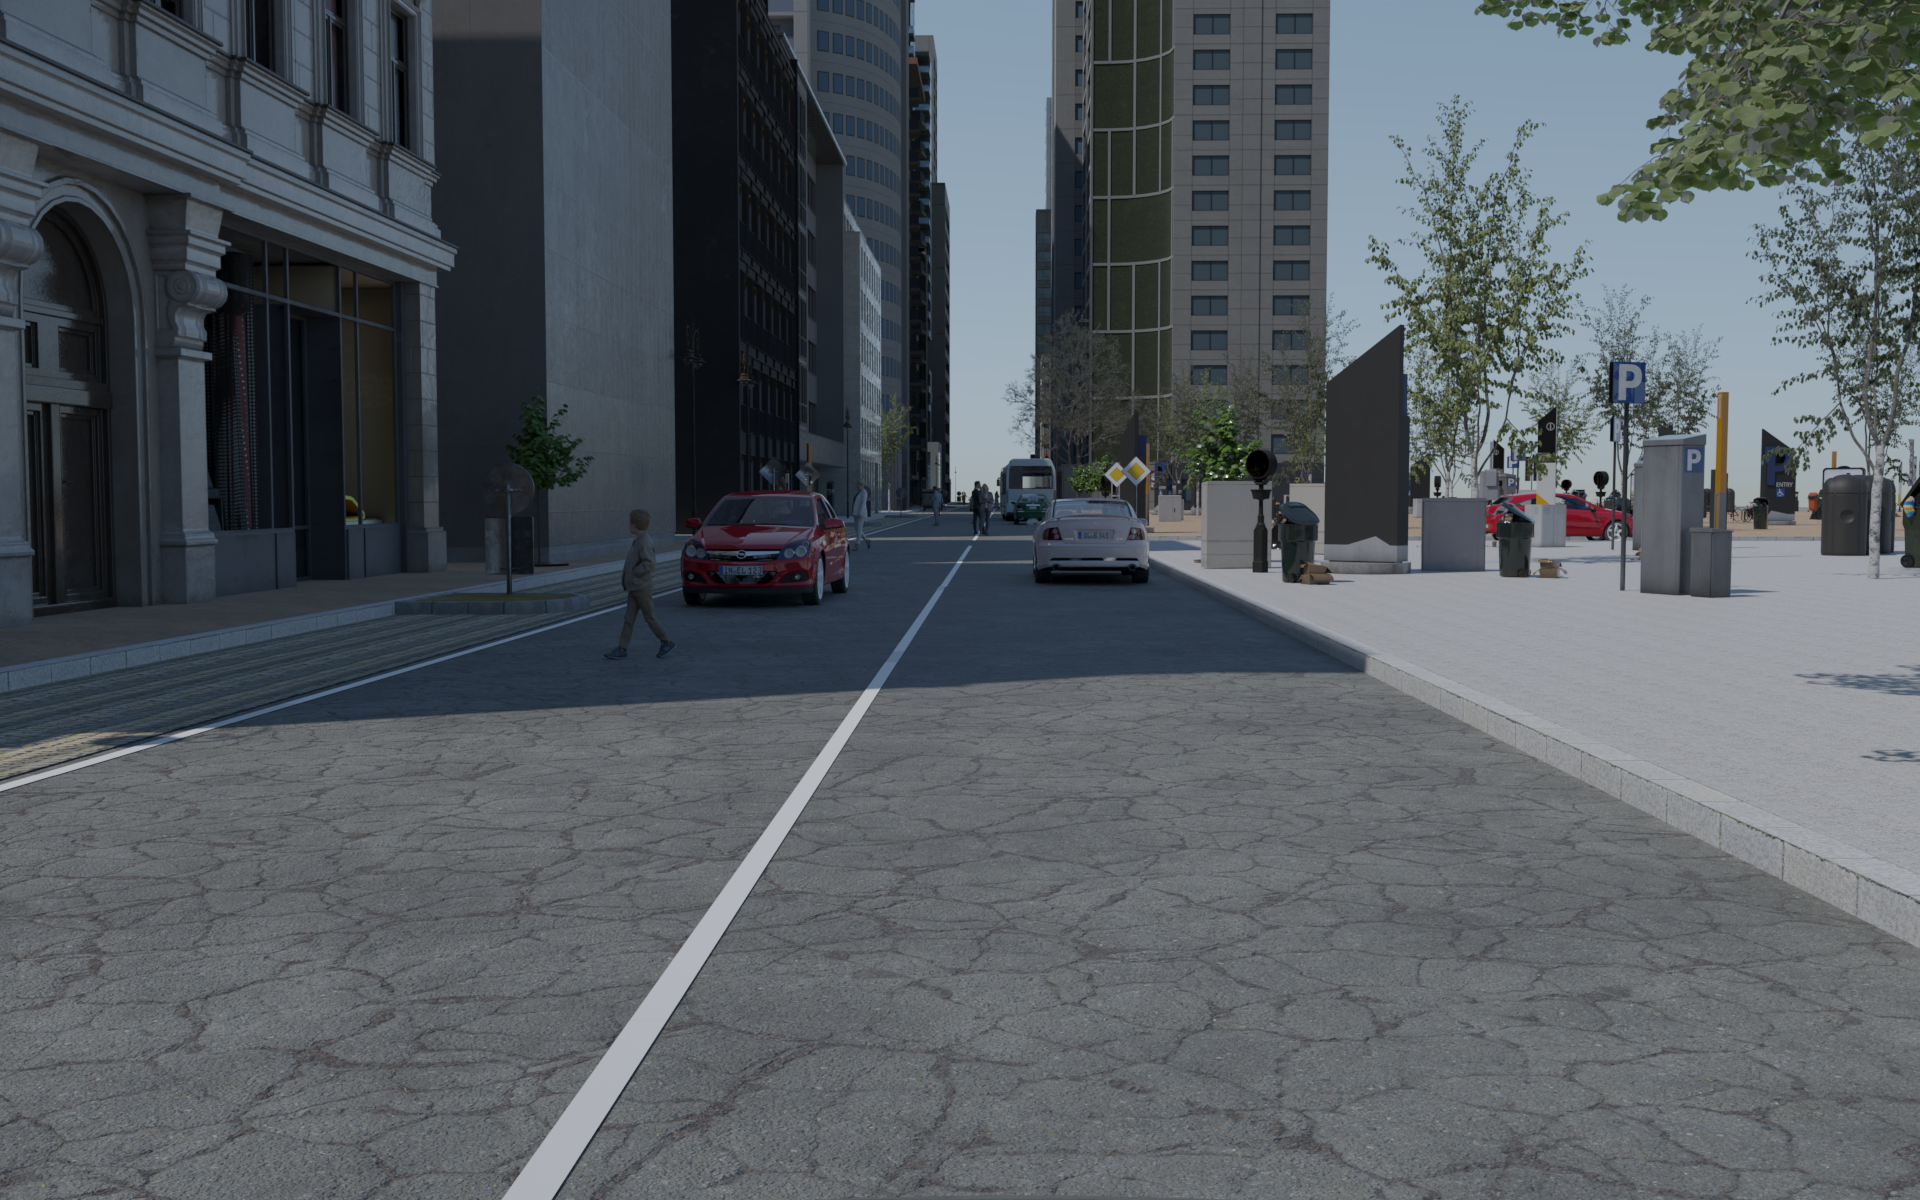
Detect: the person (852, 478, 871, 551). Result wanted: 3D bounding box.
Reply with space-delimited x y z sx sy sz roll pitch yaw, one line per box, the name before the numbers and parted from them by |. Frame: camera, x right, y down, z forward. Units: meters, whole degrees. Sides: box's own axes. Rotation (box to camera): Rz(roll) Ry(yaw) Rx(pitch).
person | -2.481 -2.171 43.872 0.514 1.842 0.818 3 5 42

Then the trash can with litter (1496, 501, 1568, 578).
trash can with litter | 8.809 -0.935 26.675 1.055 1.170 0.624 2 4 27

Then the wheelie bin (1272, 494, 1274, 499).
wheelie bin | 21.503 -6.896 120.652 0.693 1.594 0.980 1 4 15

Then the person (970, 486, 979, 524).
person | 0.832 -4.619 83.890 0.748 1.841 0.638 -1 4 -23

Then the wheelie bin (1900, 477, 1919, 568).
wheelie bin | 16.833 -1.355 30.059 0.980 1.594 0.693 -2 4 -29

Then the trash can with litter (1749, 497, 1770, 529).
trash can with litter | 29.159 -3.165 63.135 0.624 1.170 1.055 2 4 30

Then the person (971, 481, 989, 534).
person | 0.692 -3.290 61.659 0.474 1.900 0.648 -3 4 -37

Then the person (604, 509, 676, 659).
person | -2.774 -0.141 15.084 0.640 1.303 0.475 -3 4 -36

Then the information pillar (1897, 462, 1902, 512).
information pillar | 67.662 -8.153 124.657 0.183 3.616 0.504 3 5 44

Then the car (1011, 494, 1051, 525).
car | 3.471 -4.323 82.471 2.131 1.459 4.920 0 4 2

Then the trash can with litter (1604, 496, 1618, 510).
trash can with litter | 21.740 -2.790 56.666 2.233 1.210 1.678 2 4 26

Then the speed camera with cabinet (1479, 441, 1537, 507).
speed camera with cabinet | 20.666 -4.338 65.269 2.038 3.252 0.660 0 4 6

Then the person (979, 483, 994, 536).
person | 0.922 -3.132 59.891 0.537 1.800 0.526 0 4 -1

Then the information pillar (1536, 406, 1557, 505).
information pillar | 15.569 -3.339 45.943 0.504 3.616 0.183 2 4 27

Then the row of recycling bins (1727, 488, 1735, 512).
row of recycling bins | 53.291 -7.067 122.664 1.069 1.692 3.534 -2 4 -27

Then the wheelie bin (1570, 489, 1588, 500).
wheelie bin | 42.625 -6.792 118.951 0.980 1.594 0.693 0 4 -2

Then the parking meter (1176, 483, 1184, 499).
parking meter | 11.434 -5.162 90.113 0.399 1.863 0.255 0 4 -4

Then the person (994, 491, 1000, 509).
person | 3.634 -9.881 170.717 0.621 1.740 0.551 2 4 29

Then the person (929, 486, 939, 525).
person | -1.184 -4.313 79.196 0.466 1.800 0.511 0 4 2

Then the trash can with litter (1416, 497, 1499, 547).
trash can with litter | 12.287 -1.893 42.007 2.233 1.210 1.678 1 4 21

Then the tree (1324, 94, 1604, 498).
tree | 9.573 -4.991 31.963 4.737 8.622 4.395 0 3 0

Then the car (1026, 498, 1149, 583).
car | 2.171 -1.039 29.344 2.083 1.381 4.827 0 4 2

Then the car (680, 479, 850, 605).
car | -2.600 -0.899 23.741 2.155 1.783 4.494 0 4 3

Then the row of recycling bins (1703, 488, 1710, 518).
row of recycling bins | 38.005 -5.229 92.606 3.534 1.692 1.069 1 4 14

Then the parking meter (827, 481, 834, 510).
parking meter | -5.736 -4.342 76.699 0.255 1.863 0.399 1 4 12

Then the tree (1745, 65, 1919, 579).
tree | 13.911 -4.635 26.139 4.360 8.622 3.978 0 3 0

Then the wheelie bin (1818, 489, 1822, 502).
wheelie bin | 55.731 -6.348 111.691 0.693 1.594 0.980 -2 4 -31

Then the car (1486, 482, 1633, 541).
car | 17.522 -2.533 50.452 4.494 1.783 2.155 0 4 1

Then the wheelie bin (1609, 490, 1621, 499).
wheelie bin | 46.026 -6.957 121.651 0.693 1.594 0.980 3 5 45

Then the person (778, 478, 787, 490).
person | -4.050 -1.850 39.025 0.520 1.790 0.573 -1 4 -18

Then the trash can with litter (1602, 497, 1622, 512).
trash can with litter | 26.699 -3.631 70.758 0.624 1.170 1.055 3 5 40

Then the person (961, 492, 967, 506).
person | 0.447 -12.629 215.715 1.217 1.736 0.721 -3 5 -41

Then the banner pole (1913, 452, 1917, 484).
banner pole | 55.596 -6.786 100.961 0.401 3.779 0.863 1 4 11

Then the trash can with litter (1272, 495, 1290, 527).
trash can with litter | 11.636 -3.455 67.550 2.233 1.210 1.678 0 4 -3

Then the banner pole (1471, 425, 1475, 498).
banner pole | 18.623 -4.459 62.922 0.401 3.779 0.863 1 4 17

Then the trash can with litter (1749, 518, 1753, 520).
trash can with litter | 40.496 -4.683 87.622 2.233 1.210 1.678 -2 4 -26

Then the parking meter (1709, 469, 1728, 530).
parking meter | 17.967 -2.159 41.012 0.399 1.863 0.255 -3 4 -37

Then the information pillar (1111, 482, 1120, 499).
information pillar | 5.626 -3.554 62.592 0.304 2.012 0.304 0 4 7

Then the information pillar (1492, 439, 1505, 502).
information pillar | 22.958 -5.050 73.920 0.504 3.616 0.183 2 4 34

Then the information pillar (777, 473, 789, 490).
information pillar | -6.281 -3.492 61.581 0.304 2.012 0.304 3 5 45

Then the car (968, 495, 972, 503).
car | 2.079 -12.668 219.122 2.014 1.417 4.499 0 4 2

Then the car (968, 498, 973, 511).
car | 1.655 -8.223 144.673 2.015 1.641 3.980 0 4 0

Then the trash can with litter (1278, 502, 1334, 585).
trash can with litter | 5.022 -0.825 24.874 0.624 1.170 1.055 -1 4 -20

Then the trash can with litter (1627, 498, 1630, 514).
trash can with litter | 25.096 -3.216 63.966 1.055 1.170 0.624 -3 5 -41

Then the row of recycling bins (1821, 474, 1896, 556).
row of recycling bins | 19.332 -1.837 37.141 1.069 1.692 3.534 3 5 39

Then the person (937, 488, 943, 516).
person | -1.438 -6.457 113.933 0.638 1.841 0.748 -1 4 -13

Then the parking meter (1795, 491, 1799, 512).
parking meter | 61.302 -7.252 126.979 0.372 1.533 0.369 0 3 0
